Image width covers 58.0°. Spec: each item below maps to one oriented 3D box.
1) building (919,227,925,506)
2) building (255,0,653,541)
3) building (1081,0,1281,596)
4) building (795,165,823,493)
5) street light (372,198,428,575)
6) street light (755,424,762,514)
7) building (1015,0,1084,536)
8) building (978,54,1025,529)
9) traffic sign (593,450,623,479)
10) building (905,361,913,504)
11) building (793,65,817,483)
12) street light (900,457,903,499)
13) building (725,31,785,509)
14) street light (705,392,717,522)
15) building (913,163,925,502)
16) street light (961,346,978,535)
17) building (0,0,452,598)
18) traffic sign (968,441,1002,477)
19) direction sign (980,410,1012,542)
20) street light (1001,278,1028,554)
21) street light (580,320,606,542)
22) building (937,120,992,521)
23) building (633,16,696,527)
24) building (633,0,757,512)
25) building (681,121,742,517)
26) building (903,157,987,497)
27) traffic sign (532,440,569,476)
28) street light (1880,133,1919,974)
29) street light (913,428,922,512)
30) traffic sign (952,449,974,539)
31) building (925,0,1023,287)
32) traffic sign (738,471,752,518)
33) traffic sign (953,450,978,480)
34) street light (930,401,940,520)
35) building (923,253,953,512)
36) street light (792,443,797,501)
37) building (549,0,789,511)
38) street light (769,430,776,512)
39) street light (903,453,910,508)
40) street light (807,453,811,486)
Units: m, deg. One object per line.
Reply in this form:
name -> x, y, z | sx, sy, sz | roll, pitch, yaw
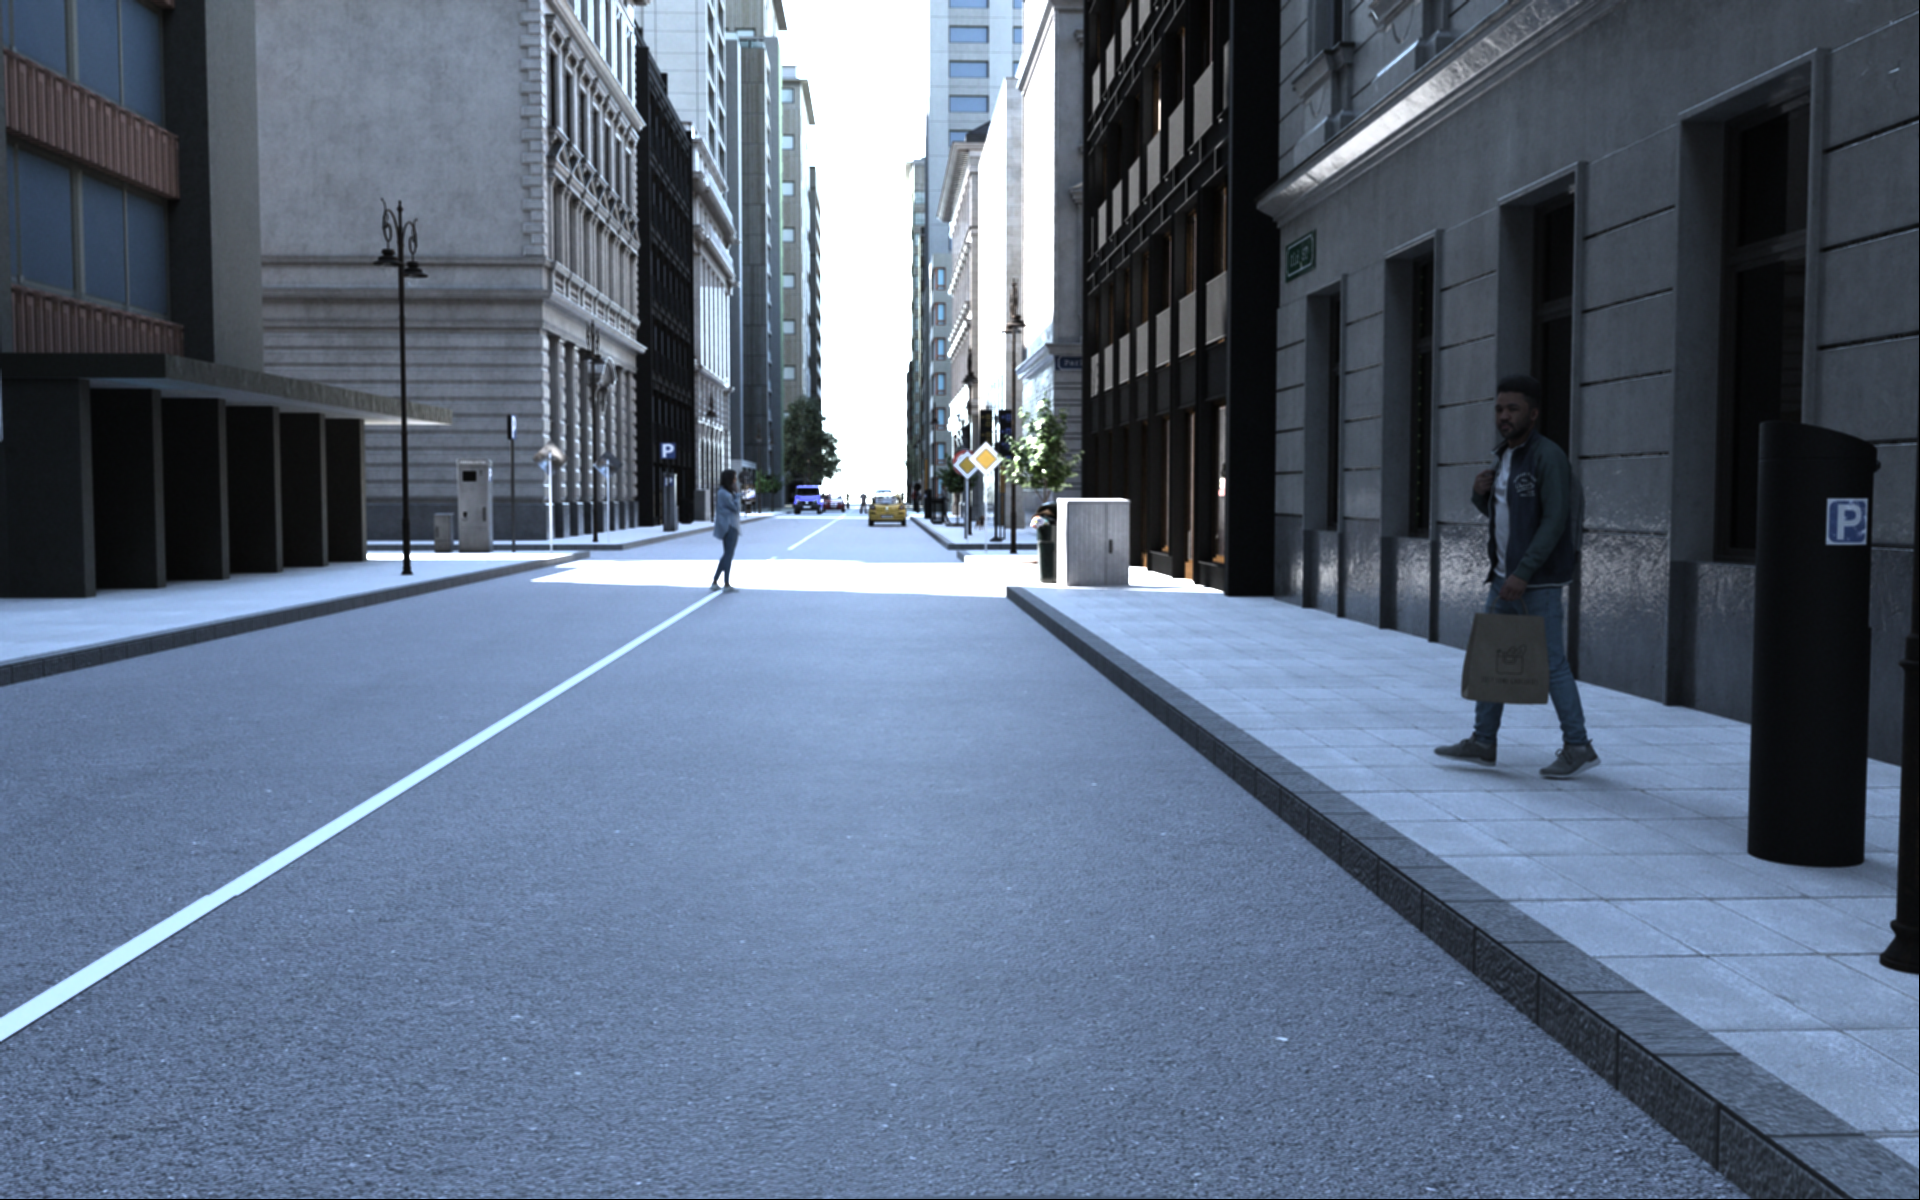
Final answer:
building -> 2.501, -25.532, 189.156 | 14.160, 30.474, 14.107 | 0, 4, -3
building -> -16.643, -13.902, 56.179 | 11.050, 23.489, 19.941 | 0, 4, -3
building -> 9.132, -12.200, 29.149 | 12.332, 23.373, 15.834 | 0, 4, -3
building -> -30.316, -37.816, 241.986 | 21.300, 48.544, 21.600 | 0, 4, -3
street light -> -8.815, -3.342, 27.431 | 0.468, 5.910, 1.993 | 0, 4, -3
street light -> -12.881, -8.465, 111.192 | 0.468, 5.910, 1.993 | 0, 4, -3
building -> 12.100, -13.199, 51.963 | 21.152, 22.565, 11.583 | 0, 4, -3
building -> 6.449, -13.295, 72.125 | 10.420, 20.320, 16.860 | 0, 4, -3
traffic sign -> -9.267, -2.652, 45.549 | 0.795, 2.593, 0.064 | 0, 4, -3
building -> 6.525, -24.121, 239.422 | 27.650, 21.520, 28.899 | 0, 4, -3
building -> -32.692, -38.409, 217.219 | 28.713, 52.752, 27.495 | 0, 4, -3
street light -> -6.418, -13.702, 196.816 | 0.468, 5.910, 1.993 | 0, 4, -3
building -> -22.725, -28.532, 150.094 | 14.154, 41.232, 14.086 | 0, 4, -3
street light -> -11.290, -6.485, 78.823 | 0.468, 5.910, 1.993 | 0, 4, -3
building -> 1.111, -32.613, 216.817 | 14.154, 41.232, 14.086 | 0, 4, -3
street light -> 0.303, -4.980, 54.216 | 0.468, 5.910, 1.993 | 0, 4, -3
building -> -24.325, -22.529, 22.969 | 28.867, 44.769, 22.147 | 0, 4, -3
traffic sign -> 0.591, -2.190, 37.994 | 0.795, 2.593, 0.064 | 0, 4, -3
direction sign -> 0.969, -3.341, 46.614 | 0.876, 3.537, 0.379 | 0, 4, 7
street light -> 1.152, -3.940, 37.201 | 0.468, 5.910, 1.993 | 0, 4, -3
street light -> -9.740, -4.484, 46.095 | 0.468, 5.910, 1.993 | 0, 4, -3
building -> 3.965, -15.315, 101.307 | 10.553, 20.767, 40.483 | 0, 4, -3
building -> -18.569, -15.004, 74.992 | 12.332, 23.373, 15.834 | 0, 4, -3
building -> -26.143, -42.338, 130.484 | 20.563, 71.187, 20.611 | 0, 4, -3
building -> -19.592, -15.501, 95.244 | 13.314, 21.916, 24.055 | 0, 4, -3
building -> 5.749, -41.430, 266.619 | 28.713, 52.752, 27.495 | 0, 4, -3
traffic sign -> -8.894, -2.164, 37.572 | 0.795, 2.593, 0.064 | 0, 4, -3
street light -> 2.599, -1.941, 4.524 | 0.468, 5.910, 1.993 | 0, 4, -3
street light -> -2.877, -9.045, 120.672 | 0.468, 5.910, 1.993 | 0, 4, -3
traffic sign -> 0.162, -3.015, 49.395 | 0.768, 2.556, 0.104 | 0, 4, 0
building -> 7.103, -38.214, 166.805 | 21.231, 58.520, 28.212 | 0, 4, -3
traffic sign -> -11.632, -5.732, 93.832 | 0.768, 2.556, 0.104 | 0, 4, 2
traffic sign -> 0.218, -2.678, 45.970 | 0.795, 2.593, 0.064 | 0, 4, -3
street light -> -1.274, -6.960, 86.586 | 0.468, 5.910, 1.993 | 0, 4, -3
building -> 11.179, -18.015, 139.591 | 27.650, 21.520, 28.899 | 0, 4, -3
street light -> -14.828, -11.170, 155.419 | 0.468, 5.910, 1.993 | 0, 4, -3
building -> -31.772, -35.565, 170.718 | 28.713, 52.752, 27.495 | 0, 4, -3
street light -> -13.294, -9.165, 122.632 | 0.468, 5.910, 1.993 | 0, 4, -3
street light -> -4.929, -11.722, 164.437 | 0.468, 5.910, 1.993 | 0, 4, -3
street light -> -16.389, -13.188, 188.404 | 0.468, 5.910, 1.993 | 0, 4, -3
